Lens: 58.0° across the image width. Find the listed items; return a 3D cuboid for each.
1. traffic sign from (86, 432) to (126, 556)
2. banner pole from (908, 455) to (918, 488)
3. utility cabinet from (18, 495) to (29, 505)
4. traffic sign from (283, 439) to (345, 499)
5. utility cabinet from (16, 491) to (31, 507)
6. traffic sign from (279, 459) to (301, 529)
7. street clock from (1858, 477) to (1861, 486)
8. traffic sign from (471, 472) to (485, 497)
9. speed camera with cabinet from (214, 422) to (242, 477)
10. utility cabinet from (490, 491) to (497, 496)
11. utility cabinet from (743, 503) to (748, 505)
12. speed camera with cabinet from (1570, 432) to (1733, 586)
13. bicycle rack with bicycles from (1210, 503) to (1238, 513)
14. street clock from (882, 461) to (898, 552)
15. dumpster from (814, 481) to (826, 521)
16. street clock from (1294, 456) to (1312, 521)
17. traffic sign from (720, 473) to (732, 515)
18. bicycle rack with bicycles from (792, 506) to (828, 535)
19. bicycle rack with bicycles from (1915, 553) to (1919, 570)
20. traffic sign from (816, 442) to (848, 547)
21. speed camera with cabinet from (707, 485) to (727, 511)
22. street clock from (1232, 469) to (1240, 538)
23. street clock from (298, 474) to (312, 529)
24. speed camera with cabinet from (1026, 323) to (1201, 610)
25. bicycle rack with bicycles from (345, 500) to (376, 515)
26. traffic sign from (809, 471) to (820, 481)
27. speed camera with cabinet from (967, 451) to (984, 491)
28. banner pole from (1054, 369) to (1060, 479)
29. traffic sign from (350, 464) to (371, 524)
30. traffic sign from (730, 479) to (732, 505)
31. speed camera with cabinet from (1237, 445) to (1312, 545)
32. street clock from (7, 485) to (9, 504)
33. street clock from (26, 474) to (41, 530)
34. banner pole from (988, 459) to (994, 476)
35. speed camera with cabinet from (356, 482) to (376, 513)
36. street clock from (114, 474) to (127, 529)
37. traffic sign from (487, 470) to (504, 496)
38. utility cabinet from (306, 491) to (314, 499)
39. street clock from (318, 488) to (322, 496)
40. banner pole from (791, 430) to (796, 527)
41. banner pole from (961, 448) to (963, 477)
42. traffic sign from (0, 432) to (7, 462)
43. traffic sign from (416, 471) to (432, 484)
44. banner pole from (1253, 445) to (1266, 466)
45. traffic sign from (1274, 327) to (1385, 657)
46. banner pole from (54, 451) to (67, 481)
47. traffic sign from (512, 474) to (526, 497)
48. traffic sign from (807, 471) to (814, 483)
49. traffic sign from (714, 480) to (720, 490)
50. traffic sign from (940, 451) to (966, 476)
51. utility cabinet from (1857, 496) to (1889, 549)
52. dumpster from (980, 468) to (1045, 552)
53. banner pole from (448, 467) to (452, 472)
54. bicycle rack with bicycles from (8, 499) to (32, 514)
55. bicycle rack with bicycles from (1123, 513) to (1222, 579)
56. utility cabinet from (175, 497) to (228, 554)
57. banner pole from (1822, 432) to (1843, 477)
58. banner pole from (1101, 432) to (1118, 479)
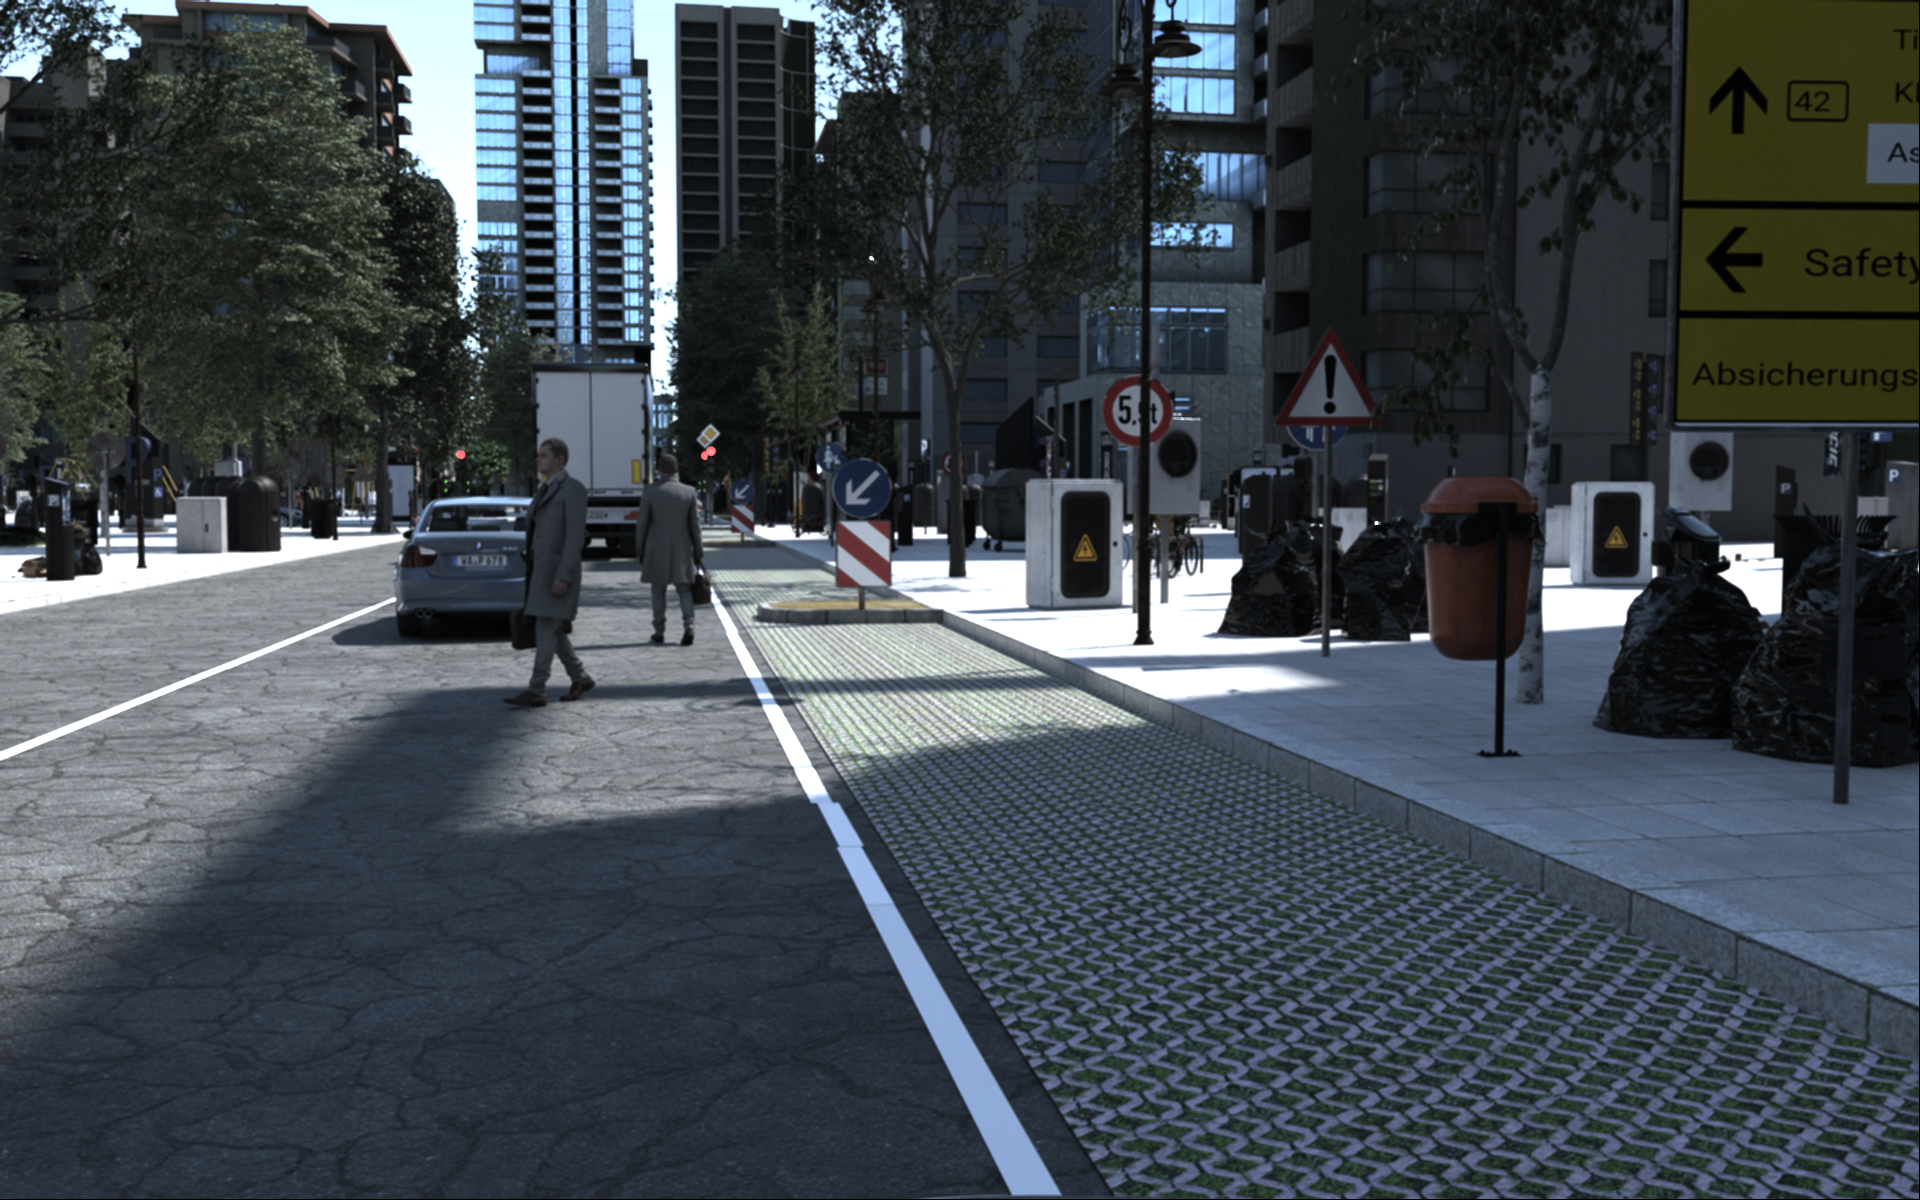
[{"bbox_3d":[-17.534,-2.170,35.580,0.768,2.556,0.104,0,4,-6],"label":"traffic sign"},{"bbox_3d":[-2.973,-7.451,111.841,0.863,3.779,0.401,-1,4,-21],"label":"banner pole"},{"bbox_3d":[-45.020,-4.410,83.263,0.306,1.237,1.020,-3,4,-39],"label":"utility cabinet"},{"bbox_3d":[-24.089,-4.324,64.578,2.265,3.308,0.079,0,4,-2],"label":"traffic sign"},{"bbox_3d":[-68.281,-7.195,126.323,0.318,1.500,1.173,1,4,8],"label":"utility cabinet"},{"bbox_3d":[-24.331,-3.840,62.890,0.768,2.556,0.104,0,4,-7],"label":"traffic sign"},{"bbox_3d":[33.172,-3.659,64.390,0.471,2.002,0.358,0,4,6],"label":"street clock"},{"bbox_3d":[-25.395,-5.500,91.105,0.795,2.450,0.064,0,4,-3],"label":"traffic sign"},{"bbox_3d":[-20.266,-3.309,48.438,0.660,3.252,2.038,0,4,-7],"label":"speed camera with cabinet"},{"bbox_3d":[-29.859,-6.214,110.277,0.318,1.500,1.173,1,4,10],"label":"utility cabinet"},{"bbox_3d":[-11.393,-4.959,92.242,0.306,1.237,1.020,0,4,-4],"label":"utility cabinet"},{"bbox_3d":[9.678,-1.829,24.240,2.038,3.252,0.660,0,4,1],"label":"speed camera with cabinet"},{"bbox_3d":[11.317,-3.507,70.722,2.852,0.926,2.925,-1,4,-10],"label":"bicycle rack with bicycles"},{"bbox_3d":[-1.548,-2.053,38.142,0.358,2.002,0.471,-1,4,-20],"label":"street clock"},{"bbox_3d":[-6.397,-4.413,77.908,1.264,1.857,1.865,-1,4,-10],"label":"dumpster"},{"bbox_3d":[6.530,-1.739,32.998,0.358,2.002,0.471,2,4,29],"label":"street clock"},{"bbox_3d":[-14.144,-6.434,105.201,0.884,2.594,0.081,0,4,-2],"label":"traffic sign"},{"bbox_3d":[-3.465,-2.501,54.273,2.925,0.926,2.852,3,5,40],"label":"bicycle rack with bicycles"},{"bbox_3d":[12.848,-0.415,20.162,2.852,0.926,2.925,1,4,10],"label":"bicycle rack with bicycles"},{"bbox_3d":[-3.116,-2.576,42.218,0.768,2.556,0.104,0,4,-5],"label":"traffic sign"},{"bbox_3d":[-18.031,-8.336,130.629,2.038,3.252,0.660,-1,4,-19],"label":"speed camera with cabinet"},{"bbox_3d":[8.226,-2.836,50.943,0.471,2.002,0.358,-3,4,-36],"label":"street clock"},{"bbox_3d":[-24.185,-3.635,63.996,0.471,2.002,0.358,2,4,23],"label":"street clock"},{"bbox_3d":[1.758,-1.552,19.710,2.038,3.252,0.660,-2,4,-29],"label":"speed camera with cabinet"},{"bbox_3d":[-36.163,-5.620,105.273,2.852,0.926,2.925,2,4,34],"label":"bicycle rack with bicycles"},{"bbox_3d":[-8.239,-5.951,97.406,0.768,2.556,0.104,0,4,0],"label":"traffic sign"},{"bbox_3d":[1.390,-5.237,79.956,2.038,3.252,0.660,-1,4,-12],"label":"speed camera with cabinet"},{"bbox_3d":[1.936,-2.751,34.999,0.401,3.779,0.863,0,4,-2],"label":"banner pole"},{"bbox_3d":[-25.606,-4.526,74.006,0.884,2.594,0.081,0,4,-4],"label":"traffic sign"},{"bbox_3d":[-15.000,-6.827,113.756,0.606,2.300,0.079,0,4,-2],"label":"traffic sign"},{"bbox_3d":[7.660,-2.922,42.107,0.660,3.252,2.038,-2,4,-35],"label":"speed camera with cabinet"},{"bbox_3d":[-71.904,-7.702,130.501,0.358,2.002,0.471,1,4,22],"label":"street clock"},{"bbox_3d":[-32.696,-3.462,61.168,0.471,2.002,0.358,1,4,14],"label":"street clock"},{"bbox_3d":[2.099,-7.252,108.585,0.863,3.779,0.401,2,4,32],"label":"banner pole"},{"bbox_3d":[-39.598,-7.441,116.003,0.660,3.252,2.038,1,4,14],"label":"speed camera with cabinet"},{"bbox_3d":[-30.492,-3.575,63.021,0.471,2.002,0.358,0,4,3],"label":"street clock"},{"bbox_3d":[-24.734,-5.638,92.184,0.884,2.594,0.081,0,4,-2],"label":"traffic sign"},{"bbox_3d":[-47.806,-7.201,126.413,1.173,1.500,0.318,-2,4,-26],"label":"utility cabinet"},{"bbox_3d":[-48.679,-7.797,132.052,0.471,2.002,0.358,2,4,35],"label":"street clock"},{"bbox_3d":[-6.328,-4.714,67.097,0.401,3.779,0.863,-1,4,-13],"label":"banner pole"},{"bbox_3d":[0.071,-6.362,94.032,0.401,3.779,0.863,-1,4,-9],"label":"banner pole"},{"bbox_3d":[-18.108,-1.963,32.208,0.768,2.556,0.104,0,4,-3],"label":"traffic sign"},{"bbox_3d":[-28.745,-5.681,92.893,0.884,2.594,0.081,0,3,0],"label":"traffic sign"},{"bbox_3d":[15.414,-6.054,89.006,0.863,3.779,0.401,-1,4,-19],"label":"banner pole"},{"bbox_3d":[2.886,-0.832,13.599,0.884,2.594,0.081,0,4,-4],"label":"traffic sign"},{"bbox_3d":[-52.313,-6.785,100.943,0.401,3.779,0.863,3,5,43],"label":"banner pole"},{"bbox_3d":[-28.332,-6.802,111.209,0.884,2.594,0.081,0,4,-4],"label":"traffic sign"},{"bbox_3d":[-8.288,-5.732,93.727,0.884,2.594,0.081,0,4,-1],"label":"traffic sign"},{"bbox_3d":[-21.212,-9.229,151.006,0.768,2.556,0.104,0,4,-3],"label":"traffic sign"},{"bbox_3d":[-0.198,-3.092,50.654,0.768,2.556,0.104,0,4,-8],"label":"traffic sign"},{"bbox_3d":[19.910,-1.638,37.938,0.306,1.237,1.020,0,4,-2],"label":"utility cabinet"},{"bbox_3d":[1.235,-2.036,39.050,1.264,1.857,1.865,-1,4,-10],"label":"dumpster"},{"bbox_3d":[-31.820,-7.222,108.101,0.401,3.779,0.863,-3,4,-37],"label":"banner pole"},{"bbox_3d":[-62.653,-6.206,114.854,2.925,0.926,2.852,1,4,8],"label":"bicycle rack with bicycles"},{"bbox_3d":[2.907,-0.881,27.788,2.852,0.926,2.925,2,4,31],"label":"bicycle rack with bicycles"},{"bbox_3d":[-16.405,-1.608,37.460,1.020,1.237,0.306,0,4,6],"label":"utility cabinet"},{"bbox_3d":[15.450,-2.472,30.434,0.401,3.779,0.863,-1,4,-10],"label":"banner pole"},{"bbox_3d":[5.335,-4.359,61.292,0.863,3.779,0.401,-1,4,-22],"label":"banner pole"}]
